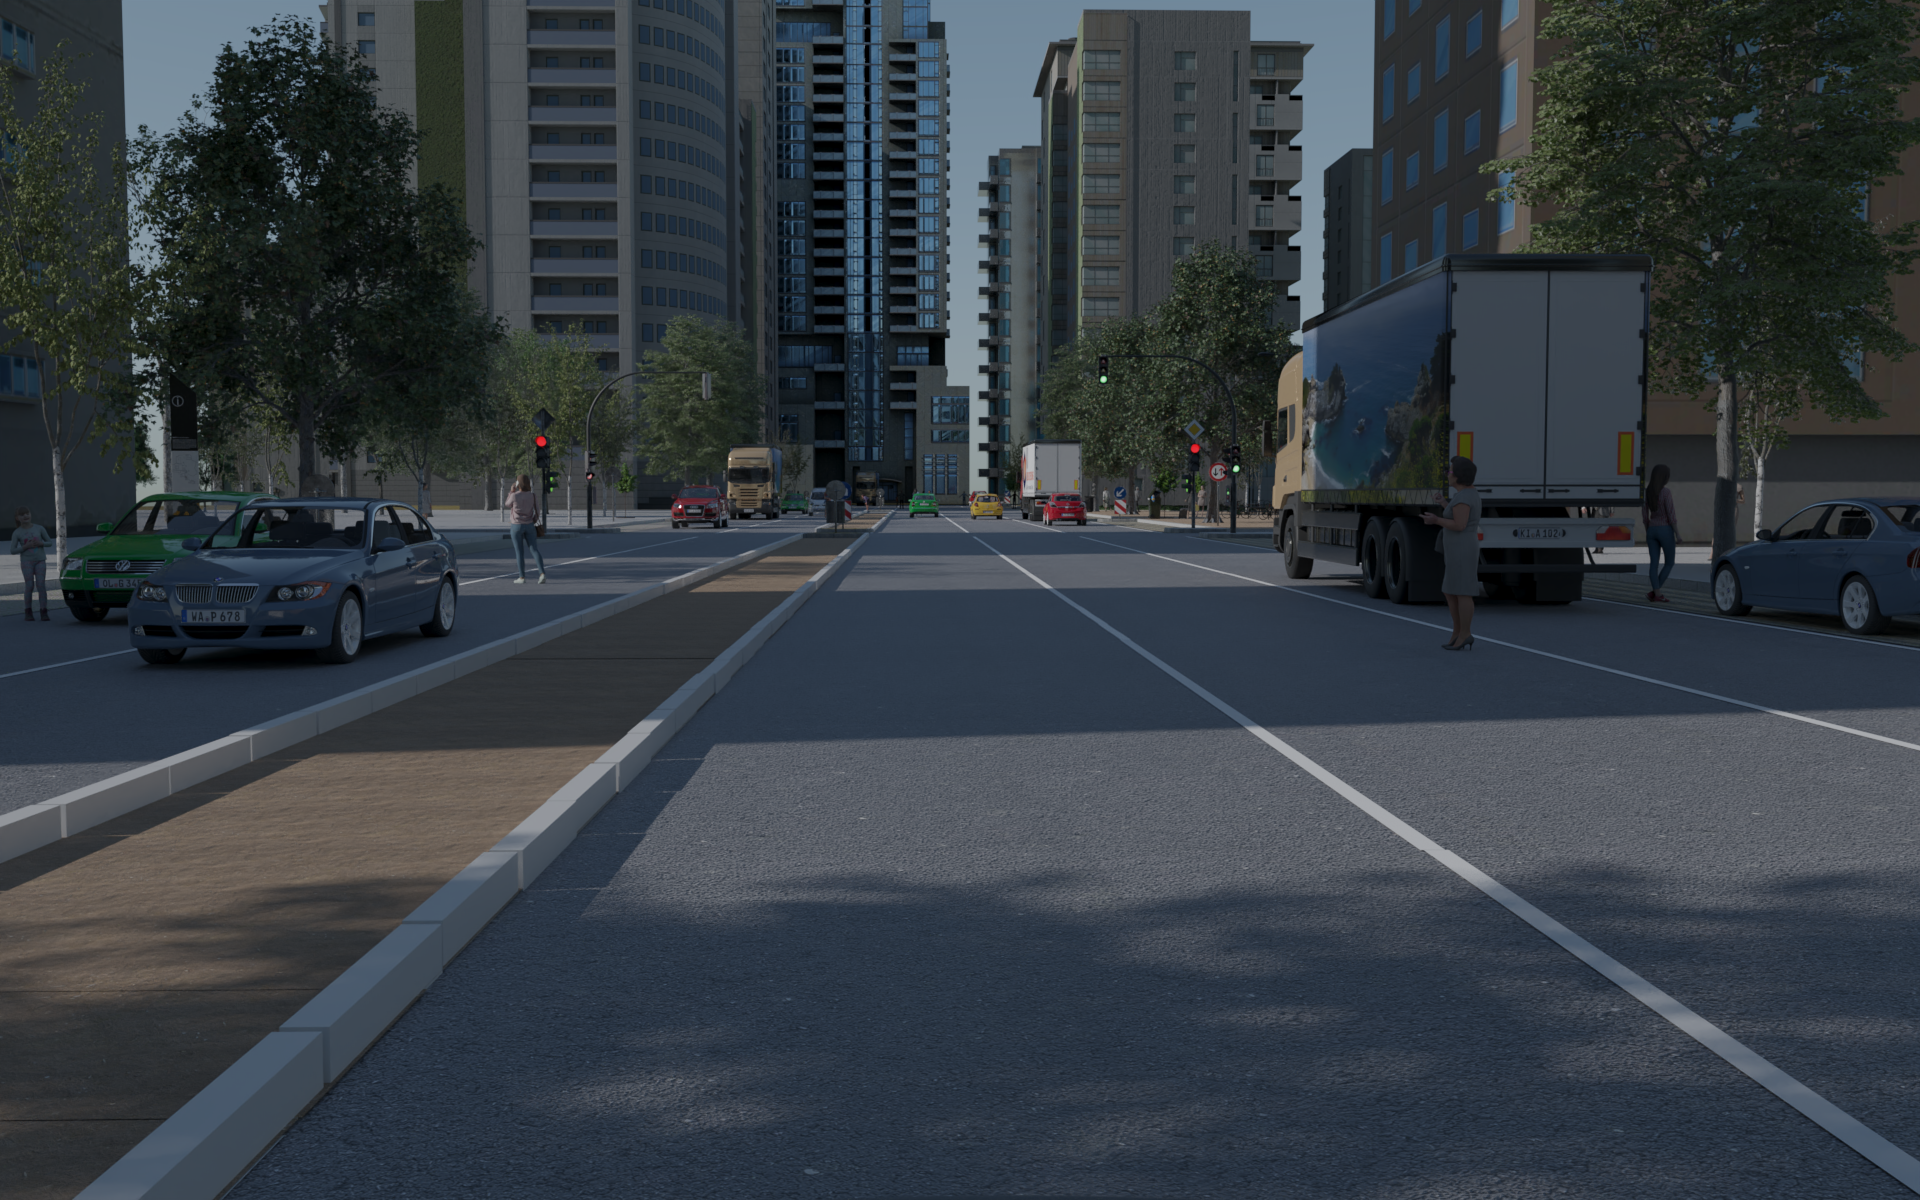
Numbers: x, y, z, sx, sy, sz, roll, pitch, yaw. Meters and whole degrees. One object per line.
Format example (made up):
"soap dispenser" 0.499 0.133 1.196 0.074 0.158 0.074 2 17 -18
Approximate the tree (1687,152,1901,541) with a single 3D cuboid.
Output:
"tree" 17.194 -5.274 36.596 4.360 8.622 3.978 0 3 0

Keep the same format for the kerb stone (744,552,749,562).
"kerb stone" -4.589 -0.868 36.387 0.120 0.150 1.000 0 4 -2

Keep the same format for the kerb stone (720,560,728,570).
"kerb stone" -4.486 -0.616 32.285 0.120 0.150 1.000 0 4 -2

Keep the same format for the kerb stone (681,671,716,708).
"kerb stone" -1.806 0.631 11.879 0.120 0.150 1.000 0 4 -2

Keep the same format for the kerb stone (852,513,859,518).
"kerb stone" -6.690 -5.413 110.697 0.120 0.150 1.000 0 4 -2

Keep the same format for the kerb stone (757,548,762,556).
"kerb stone" -4.681 -1.054 39.457 0.120 0.150 1.000 0 4 -2

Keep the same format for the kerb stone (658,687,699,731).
"kerb stone" -1.771 0.694 10.846 0.120 0.150 1.000 0 4 -2

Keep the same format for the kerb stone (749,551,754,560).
"kerb stone" -4.619 -0.927 37.410 0.120 0.150 1.000 0 4 -2

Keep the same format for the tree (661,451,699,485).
"tree" -21.116 -11.352 135.960 4.737 8.622 4.395 0 3 0

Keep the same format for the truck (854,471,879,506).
"truck" -11.207 -13.509 209.780 2.839 4.237 11.283 0 4 -1

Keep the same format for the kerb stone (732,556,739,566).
"kerb stone" -4.538 -0.740 34.341 0.120 0.150 1.000 0 4 -2

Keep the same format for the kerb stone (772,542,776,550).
"kerb stone" -4.788 -1.306 43.543 0.120 0.150 1.000 0 4 -2

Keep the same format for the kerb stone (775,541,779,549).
"kerb stone" -4.814 -1.369 44.571 0.120 0.150 1.000 0 4 -2

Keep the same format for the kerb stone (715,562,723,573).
"kerb stone" -4.445 -0.547 31.264 0.120 0.150 1.000 0 4 -2

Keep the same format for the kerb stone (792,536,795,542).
"kerb stone" -4.993 -1.745 50.726 0.120 0.150 1.000 0 4 -2

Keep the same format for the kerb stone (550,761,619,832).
"kerb stone" -1.686 0.885 7.763 0.120 0.150 1.000 0 4 -2

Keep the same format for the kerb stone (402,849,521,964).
"kerb stone" -1.631 1.008 5.710 0.120 0.150 1.000 0 4 -2

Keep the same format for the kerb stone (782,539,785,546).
"kerb stone" -4.872 -1.495 46.631 0.120 0.150 1.000 0 4 -2

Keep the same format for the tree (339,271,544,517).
"tree" -29.720 -11.592 96.184 9.857 13.997 8.962 0 3 0

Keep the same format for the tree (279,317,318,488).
"tree" -26.105 -7.079 66.108 4.737 8.622 4.395 0 3 0

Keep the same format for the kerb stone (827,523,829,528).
"kerb stone" -5.554 -2.959 70.727 0.120 0.150 1.000 0 4 -2

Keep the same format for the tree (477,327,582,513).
"tree" -29.495 -12.259 118.559 7.486 12.596 7.792 0 3 0

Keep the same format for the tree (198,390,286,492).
"tree" -42.873 -9.387 103.834 4.360 8.622 3.978 0 3 0

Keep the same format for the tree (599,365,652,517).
"tree" -19.712 -8.958 96.828 4.360 8.622 3.978 0 3 0

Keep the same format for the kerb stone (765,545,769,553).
"kerb stone" -4.745 -1.180 41.500 0.120 0.150 1.000 0 4 -2

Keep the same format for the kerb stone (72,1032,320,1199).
"kerb stone" -1.572 1.138 3.648 0.120 0.150 1.000 0 4 -2

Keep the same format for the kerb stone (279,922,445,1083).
"kerb stone" -1.595 1.074 4.678 0.120 0.150 1.000 0 4 -2

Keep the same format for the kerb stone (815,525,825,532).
"kerb stone" -5.469 -2.780 67.648 0.120 0.150 1.000 0 4 -2

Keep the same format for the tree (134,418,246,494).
"tree" -58.474 -9.468 117.716 11.467 7.101 20.602 1 4 13

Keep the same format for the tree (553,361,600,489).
"tree" -21.050 -8.288 85.873 4.360 8.622 3.978 0 3 0

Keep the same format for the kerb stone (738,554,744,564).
"kerb stone" -4.565 -0.800 35.365 0.120 0.150 1.000 0 4 -2

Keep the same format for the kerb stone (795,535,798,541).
"kerb stone" -5.024 -1.807 51.747 0.120 0.150 1.000 0 4 -2

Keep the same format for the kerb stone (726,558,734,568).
"kerb stone" -4.513 -0.680 33.315 0.120 0.150 1.000 0 4 -2

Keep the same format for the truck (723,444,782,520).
"truck" -11.742 -6.754 99.335 2.839 4.237 11.283 0 4 -3

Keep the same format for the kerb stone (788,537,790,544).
"kerb stone" -4.935 -1.620 48.681 0.120 0.150 1.000 0 4 -2

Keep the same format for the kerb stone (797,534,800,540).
"kerb stone" -5.052 -1.870 52.772 0.120 0.150 1.000 0 4 -2

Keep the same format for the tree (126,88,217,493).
"tree" -34.650 -13.636 78.837 12.611 20.169 13.585 0 3 0

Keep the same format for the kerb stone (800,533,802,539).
"kerb stone" -5.075 -1.930 53.801 0.120 0.150 1.000 0 4 -2

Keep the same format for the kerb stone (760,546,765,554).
"kerb stone" -4.710 -1.118 40.478 0.120 0.150 1.000 0 4 -2

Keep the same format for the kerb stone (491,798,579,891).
"kerb stone" -1.650 0.945 6.742 0.120 0.150 1.000 0 4 -2

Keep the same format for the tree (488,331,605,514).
"tree" -26.229 -11.246 109.624 9.928 11.665 9.643 0 3 0

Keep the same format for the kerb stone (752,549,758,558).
"kerb stone" -4.648 -0.993 38.433 0.120 0.150 1.000 0 4 -2

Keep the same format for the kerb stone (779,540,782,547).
"kerb stone" -4.852 -1.431 45.599 0.120 0.150 1.000 0 4 -2

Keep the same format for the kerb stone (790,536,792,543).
"kerb stone" -4.976 -1.682 49.702 0.120 0.150 1.000 0 4 -2

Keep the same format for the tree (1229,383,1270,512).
"tree" 18.975 -9.972 113.402 4.360 8.622 3.978 0 3 0

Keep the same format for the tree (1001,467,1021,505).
"tree" 6.691 -13.916 211.233 4.285 4.588 4.351 0 3 0

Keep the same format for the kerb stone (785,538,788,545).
"kerb stone" -4.906 -1.551 47.660 0.120 0.150 1.000 0 4 -2

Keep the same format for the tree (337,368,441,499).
"tree" -35.659 -10.553 106.959 8.767 10.594 7.601 0 4 2

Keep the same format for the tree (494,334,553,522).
"tree" -21.217 -7.926 79.949 4.360 8.622 3.978 0 3 0

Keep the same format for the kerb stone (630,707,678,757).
"kerb stone" -1.743 0.759 9.823 0.120 0.150 1.000 0 4 -2

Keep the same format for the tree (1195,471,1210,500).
"tree" 18.556 -8.628 135.676 1.663 3.219 1.824 0 3 0

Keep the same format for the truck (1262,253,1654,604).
"truck" 6.765 -2.256 25.805 2.839 4.237 11.283 0 4 -1

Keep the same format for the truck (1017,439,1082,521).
"truck" 4.805 -6.449 94.352 2.839 4.237 11.283 0 4 -2

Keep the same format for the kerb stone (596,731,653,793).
"kerb stone" -1.703 0.820 8.785 0.120 0.150 1.000 0 4 -2

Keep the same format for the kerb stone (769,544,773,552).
"kerb stone" -4.762 -1.243 42.522 0.120 0.150 1.000 0 4 -2
